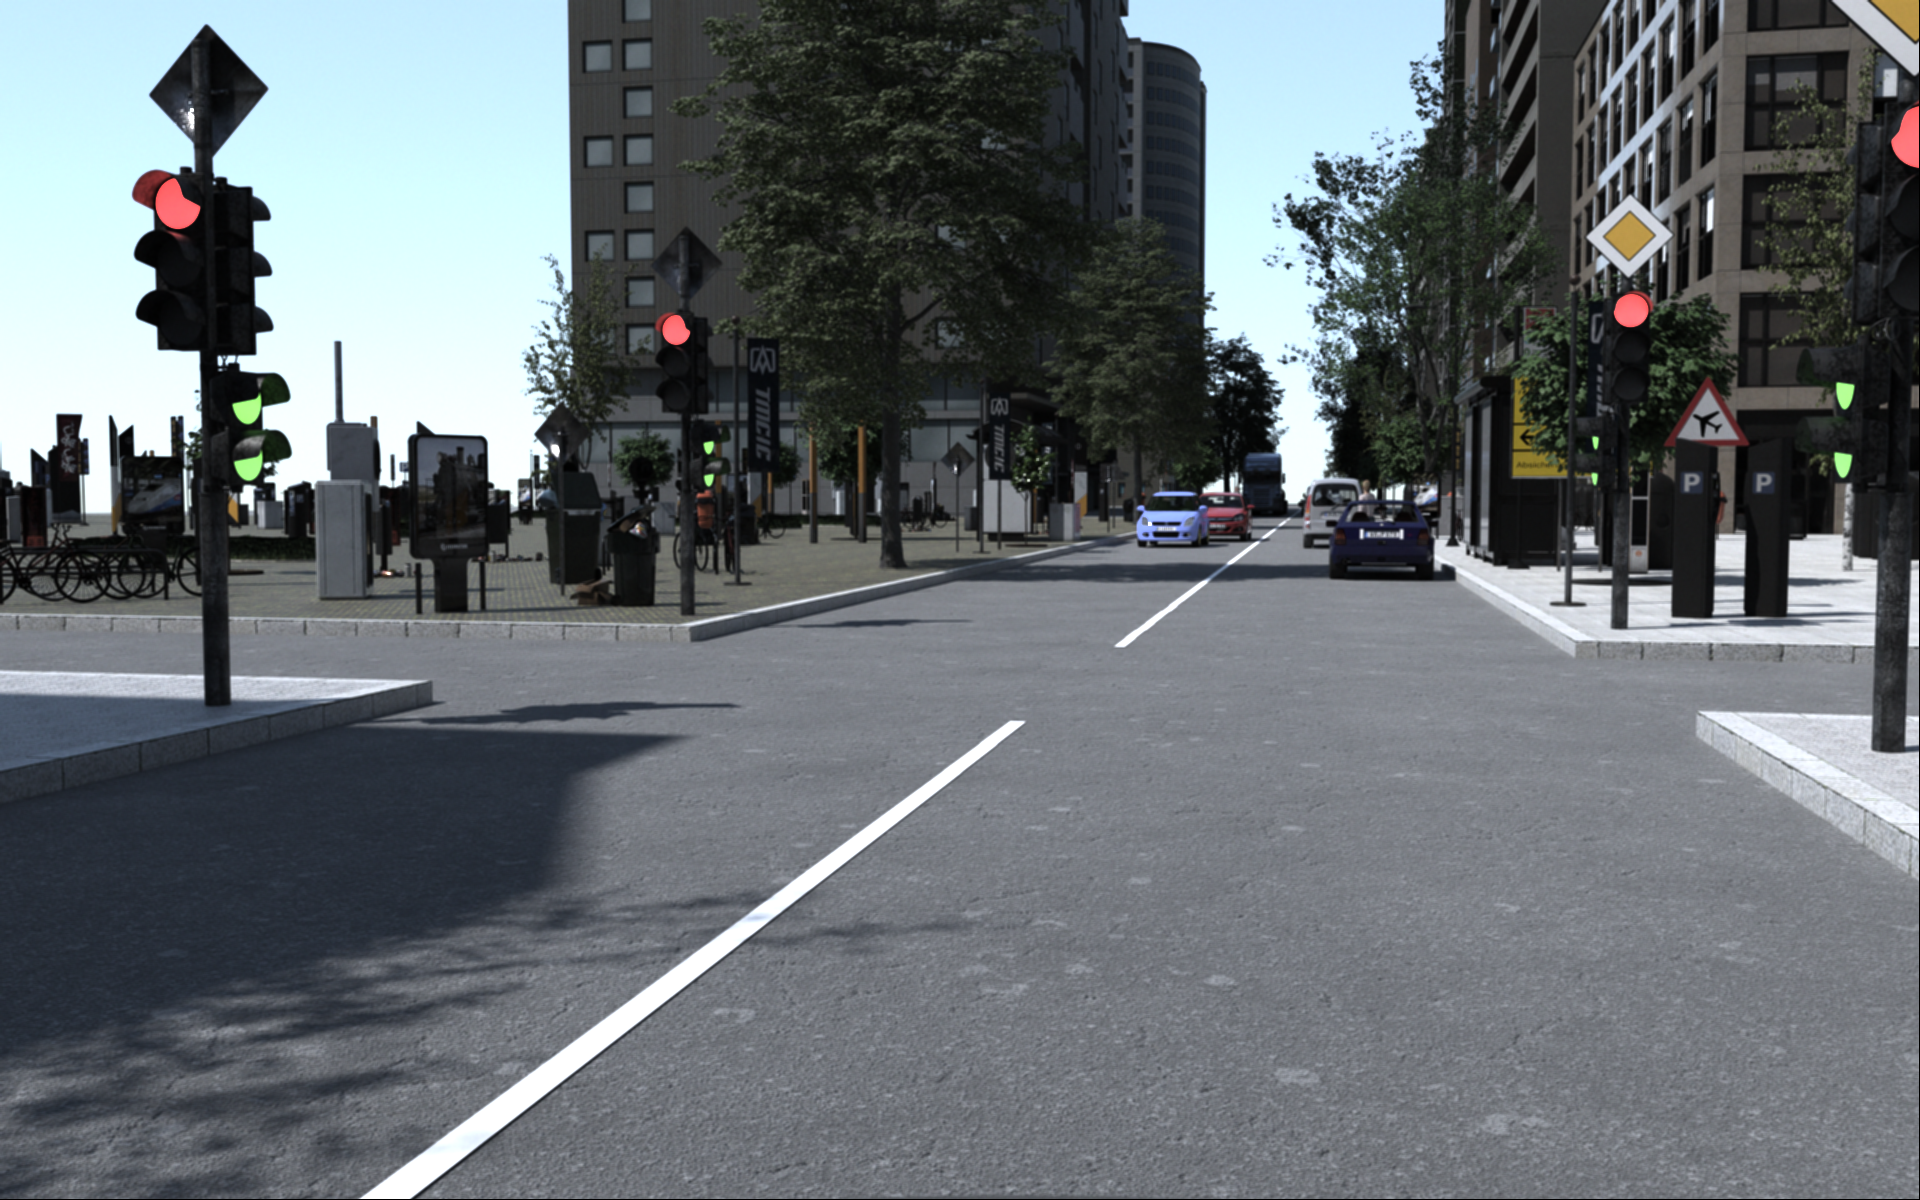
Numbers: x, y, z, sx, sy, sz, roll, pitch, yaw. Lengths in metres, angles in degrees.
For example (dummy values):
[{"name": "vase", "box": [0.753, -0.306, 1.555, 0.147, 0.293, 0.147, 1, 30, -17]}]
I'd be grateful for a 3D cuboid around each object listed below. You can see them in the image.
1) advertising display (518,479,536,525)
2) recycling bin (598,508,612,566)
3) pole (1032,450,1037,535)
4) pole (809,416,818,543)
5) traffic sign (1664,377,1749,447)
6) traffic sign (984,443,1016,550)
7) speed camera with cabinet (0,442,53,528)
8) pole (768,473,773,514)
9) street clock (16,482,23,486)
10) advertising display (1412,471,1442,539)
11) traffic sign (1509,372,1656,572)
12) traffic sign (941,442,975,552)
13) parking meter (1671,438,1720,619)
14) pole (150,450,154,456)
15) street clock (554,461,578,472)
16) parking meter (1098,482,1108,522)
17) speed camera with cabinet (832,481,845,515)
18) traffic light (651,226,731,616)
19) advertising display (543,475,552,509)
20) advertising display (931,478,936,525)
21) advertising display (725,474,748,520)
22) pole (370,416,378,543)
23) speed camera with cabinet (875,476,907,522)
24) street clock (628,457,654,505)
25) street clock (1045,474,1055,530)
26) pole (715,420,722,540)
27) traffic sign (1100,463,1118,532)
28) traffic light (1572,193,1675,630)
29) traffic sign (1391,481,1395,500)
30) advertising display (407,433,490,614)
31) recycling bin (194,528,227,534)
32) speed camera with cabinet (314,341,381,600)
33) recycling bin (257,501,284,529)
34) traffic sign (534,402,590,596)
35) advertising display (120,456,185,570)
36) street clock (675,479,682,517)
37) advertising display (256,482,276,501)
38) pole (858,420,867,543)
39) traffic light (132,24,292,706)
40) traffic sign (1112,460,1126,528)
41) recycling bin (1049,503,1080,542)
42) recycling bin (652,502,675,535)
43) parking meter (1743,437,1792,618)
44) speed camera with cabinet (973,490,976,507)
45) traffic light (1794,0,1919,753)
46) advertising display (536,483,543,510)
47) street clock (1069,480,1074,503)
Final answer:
[{"name": "advertising display", "box": [-18.146, -4.107, 72.358, 0.974, 1.923, 0.123, 3, 5, 45]}, {"name": "recycling bin", "box": [-6.714, -1.124, 30.937, 0.722, 1.027, 0.722, 2, 4, 29]}, {"name": "pole", "box": [2.340, -3.690, 54.172, 0.158, 3.312, 0.155, 0, 3, 0]}, {"name": "pole", "box": [-3.812, -3.131, 45.038, 0.158, 3.312, 0.155, 0, 3, 0]}, {"name": "traffic sign", "box": [8.299, -1.181, 19.306, 0.884, 2.594, 0.081, 1, 4, 14]}, {"name": "traffic sign", "box": [0.908, -2.432, 39.875, 0.768, 2.556, 0.104, 1, 4, 21]}, {"name": "speed camera with cabinet", "box": [-35.620, -4.365, 65.710, 2.038, 3.252, 0.660, -2, 4, -29]}, {"name": "pole", "box": [-8.752, -5.266, 79.937, 0.158, 3.312, 0.155, 0, 3, 0]}, {"name": "street clock", "box": [-55.275, -5.949, 101.834, 0.471, 2.002, 0.358, 3, 5, 44]}, {"name": "advertising display", "box": [13.319, -2.708, 49.485, 0.123, 1.923, 0.974, -2, 4, -34]}, {"name": "traffic sign", "box": [10.249, -2.121, 28.556, 2.265, 3.308, 0.079, 1, 4, 19]}, {"name": "traffic sign", "box": [-0.054, -2.271, 38.320, 0.795, 2.450, 0.064, 1, 4, 18]}, {"name": "parking meter", "box": [7.623, -0.748, 17.936, 0.399, 1.863, 0.255, 3, 5, 42]}, {"name": "pole", "box": [-37.449, -5.292, 80.363, 0.158, 3.312, 0.155, 0, 3, 0]}, {"name": "street clock", "box": [-8.736, -2.073, 38.472, 0.471, 2.002, 0.358, -2, 4, -31]}, {"name": "parking meter", "box": [6.666, -4.580, 80.595, 0.399, 1.863, 0.255, 3, 5, 40]}, {"name": "speed camera with cabinet", "box": [-6.039, -5.728, 87.994, 0.660, 3.252, 2.038, -1, 4, -15]}, {"name": "traffic light", "box": [-2.868, -1.793, 18.235, 0.839, 4.253, 0.868, 1, 4, 12]}, {"name": "advertising display", "box": [-13.054, -3.135, 56.474, 0.974, 1.923, 0.123, 1, 4, 19]}, {"name": "advertising display", "box": [-1.091, -4.053, 71.478, 0.123, 1.923, 0.974, 0, 4, -8]}, {"name": "advertising display", "box": [-6.945, -3.044, 54.981, 0.974, 1.923, 0.123, -1, 4, -18]}, {"name": "pole", "box": [-15.300, -3.148, 45.312, 0.158, 3.312, 0.155, 0, 3, 0]}, {"name": "speed camera with cabinet", "box": [-3.184, -5.189, 79.171, 0.660, 3.252, 2.038, 2, 4, 31]}, {"name": "street clock", "box": [-6.244, -1.797, 33.948, 0.471, 2.002, 0.358, -1, 4, -15]}, {"name": "street clock", "box": [3.238, -3.516, 62.050, 0.471, 2.002, 0.358, 1, 4, 18]}, {"name": "pole", "box": [-6.674, -3.305, 47.879, 0.158, 3.312, 0.155, 0, 3, 0]}, {"name": "traffic sign", "box": [4.972, -3.412, 57.912, 0.606, 2.300, 0.079, 1, 4, 17]}, {"name": "traffic light", "box": [6.250, -1.678, 16.354, 0.839, 4.253, 0.868, 1, 4, 12]}, {"name": "traffic sign", "box": [21.012, -5.124, 83.880, 0.768, 2.556, 0.104, 1, 4, 12]}, {"name": "advertising display", "box": [-5.543, -0.832, 18.818, 0.123, 1.923, 0.974, 3, 4, 36]}, {"name": "recycling bin", "box": [-20.155, -2.081, 46.585, 0.722, 1.027, 0.722, -2, 4, -35]}, {"name": "speed camera with cabinet", "box": [-7.697, -1.681, 21.821, 0.660, 3.252, 2.038, -1, 4, -13]}, {"name": "recycling bin", "box": [-25.321, -3.122, 63.600, 0.722, 1.027, 0.722, -3, 5, -44]}, {"name": "traffic sign", "box": [-5.017, -1.262, 21.812, 0.795, 2.450, 0.064, 1, 4, 18]}, {"name": "advertising display", "box": [-13.726, -1.483, 29.466, 0.974, 1.923, 0.123, -2, 4, -34]}, {"name": "street clock", "box": [-13.819, -4.958, 85.633, 0.471, 2.002, 0.358, 2, 4, 33]}, {"name": "advertising display", "box": [-38.336, -5.535, 95.703, 0.974, 1.923, 0.123, -2, 4, -26]}, {"name": "pole", "box": [-2.558, -3.151, 45.363, 0.158, 3.312, 0.155, 0, 3, 0]}, {"name": "traffic light", "box": [-4.502, -1.315, 10.419, 0.839, 4.253, 0.868, 1, 4, 12]}, {"name": "traffic sign", "box": [5.808, -3.993, 65.284, 0.884, 2.594, 0.081, 1, 4, 18]}, {"name": "recycling bin", "box": [2.840, -2.109, 47.031, 0.722, 1.027, 0.722, 1, 4, 18]}, {"name": "recycling bin", "box": [-9.393, -2.587, 54.852, 0.722, 1.027, 0.722, -1, 4, -10]}, {"name": "parking meter", "box": [8.415, -0.756, 18.071, 0.255, 1.863, 0.399, -3, 5, -41]}, {"name": "speed camera with cabinet", "box": [1.543, -4.390, 66.105, 2.038, 3.252, 0.660, 1, 4, 23]}, {"name": "traffic light", "box": [4.617, -1.200, 8.537, 0.839, 4.253, 0.868, 1, 4, 12]}, {"name": "advertising display", "box": [-23.883, -5.714, 98.641, 0.974, 1.923, 0.123, 3, 5, 44]}, {"name": "street clock", "box": [6.024, -5.356, 92.133, 0.358, 2.002, 0.471, -2, 4, -35]}]
